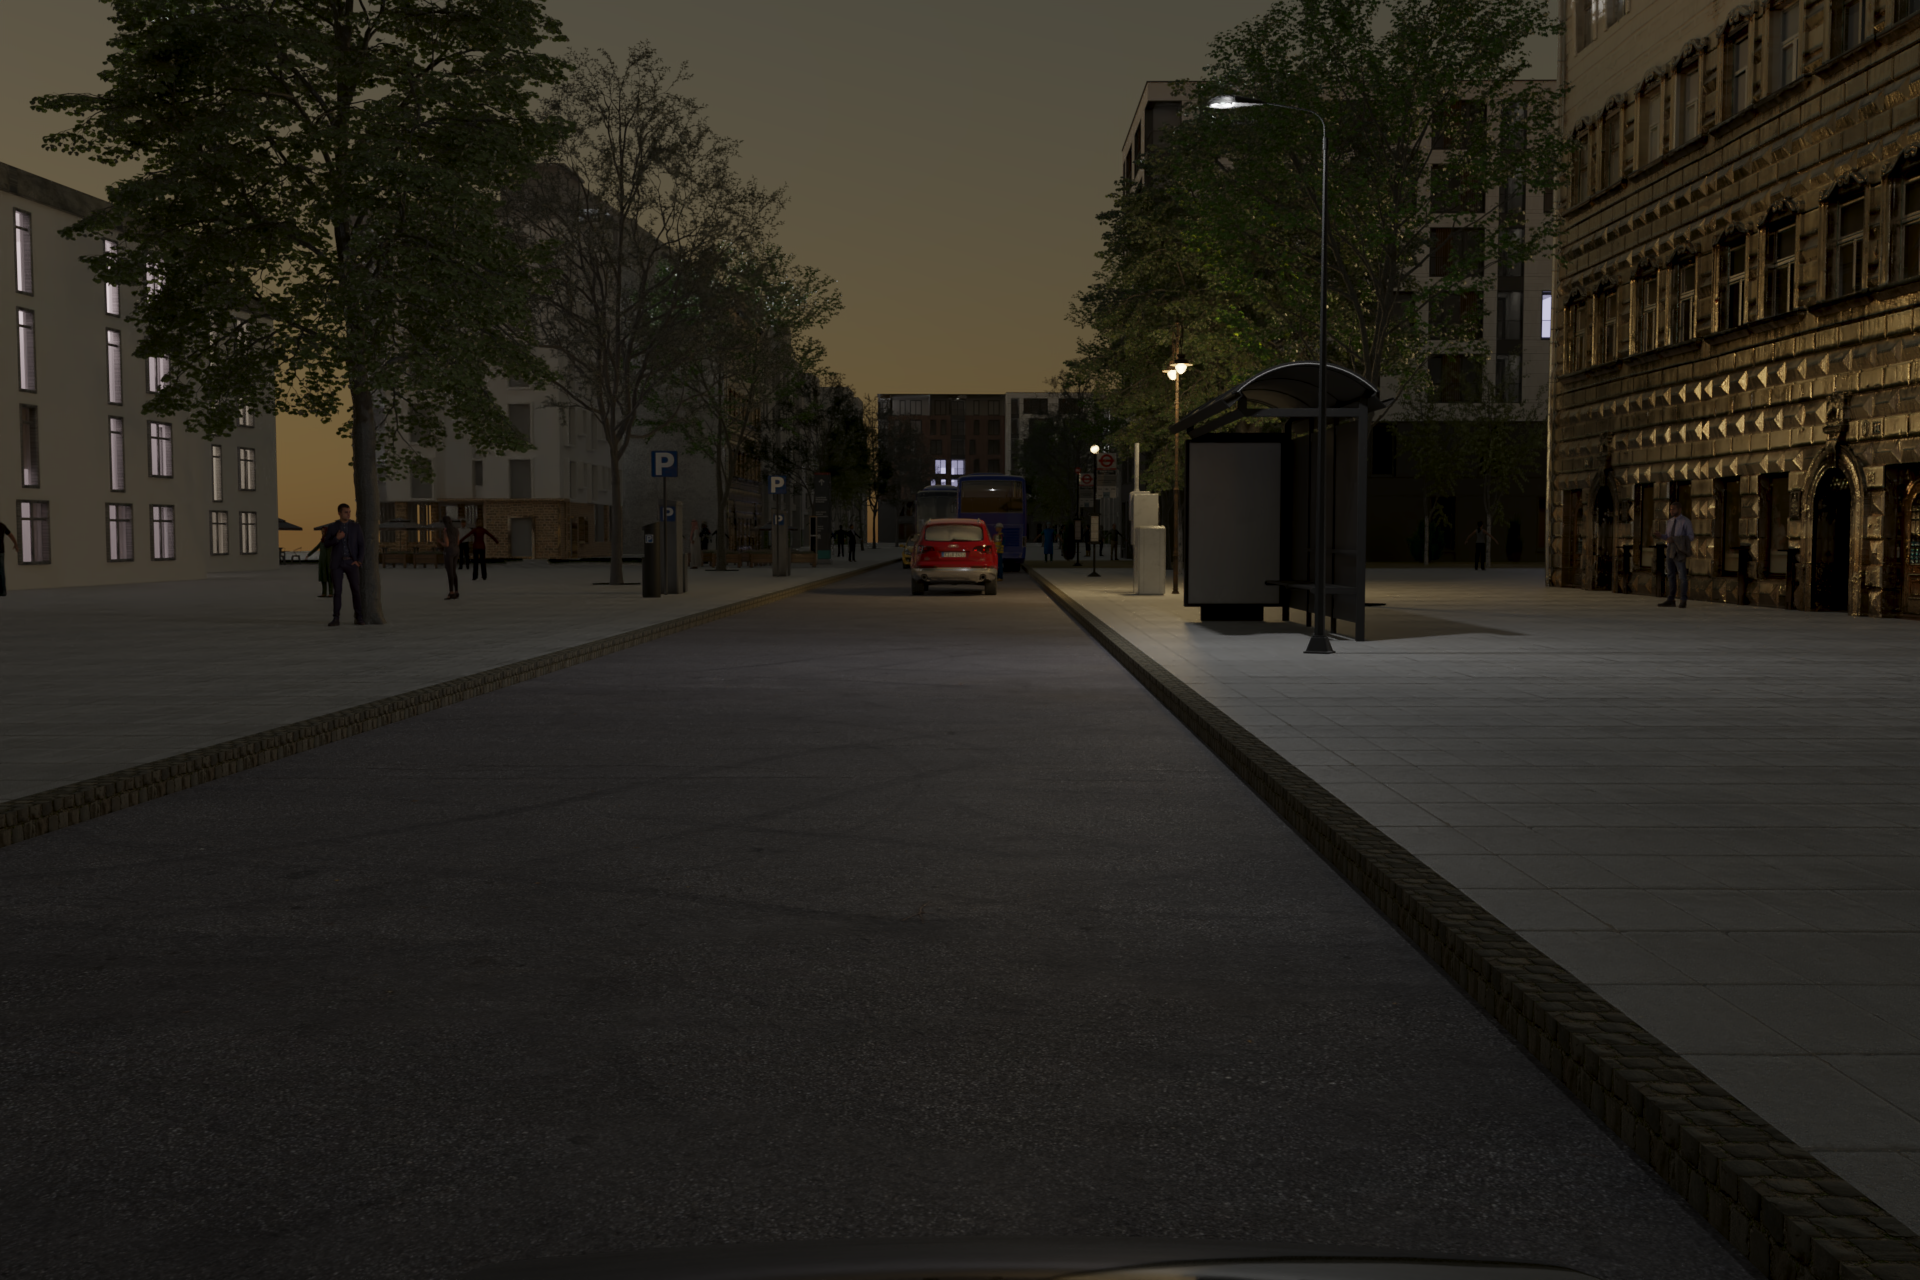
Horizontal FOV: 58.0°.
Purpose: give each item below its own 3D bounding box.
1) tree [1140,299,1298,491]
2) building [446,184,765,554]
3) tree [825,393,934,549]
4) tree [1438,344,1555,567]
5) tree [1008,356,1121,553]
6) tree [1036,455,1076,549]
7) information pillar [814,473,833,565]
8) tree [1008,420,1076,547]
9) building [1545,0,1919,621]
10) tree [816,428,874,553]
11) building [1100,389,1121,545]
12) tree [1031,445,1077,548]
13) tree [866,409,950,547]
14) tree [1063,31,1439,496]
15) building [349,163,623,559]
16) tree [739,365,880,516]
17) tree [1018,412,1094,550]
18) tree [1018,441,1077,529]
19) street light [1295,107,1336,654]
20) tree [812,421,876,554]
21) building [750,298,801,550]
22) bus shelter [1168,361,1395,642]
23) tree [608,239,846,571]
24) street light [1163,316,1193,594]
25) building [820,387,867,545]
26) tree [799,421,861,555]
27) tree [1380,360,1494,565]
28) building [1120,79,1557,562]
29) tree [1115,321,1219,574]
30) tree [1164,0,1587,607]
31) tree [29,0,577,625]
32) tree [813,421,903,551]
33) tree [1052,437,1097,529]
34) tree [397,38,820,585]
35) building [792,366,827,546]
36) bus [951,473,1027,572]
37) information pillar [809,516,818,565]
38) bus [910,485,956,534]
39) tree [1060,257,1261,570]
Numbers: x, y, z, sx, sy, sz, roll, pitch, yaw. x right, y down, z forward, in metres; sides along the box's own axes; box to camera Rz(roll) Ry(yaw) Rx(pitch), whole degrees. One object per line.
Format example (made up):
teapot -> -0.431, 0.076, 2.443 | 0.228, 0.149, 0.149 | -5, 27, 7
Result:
tree -> 11.051, -9.466, 72.901 | 7.486, 12.596, 7.792 | 0, 3, 0
building -> -23.810, -17.526, 117.471 | 19.493, 23.208, 18.063 | 0, 4, 1
tree -> -7.421, -14.623, 149.449 | 12.009, 13.543, 11.850 | 0, 3, 0
tree -> 20.568, -7.095, 66.370 | 4.737, 8.622, 4.395 | 0, 3, 0
tree -> 7.849, -12.721, 118.359 | 12.009, 13.543, 11.850 | 0, 3, 0
tree -> 8.679, -12.419, 153.412 | 4.737, 8.622, 4.395 | 0, 3, 0
information pillar -> -5.799, -5.127, 73.198 | 0.750, 3.857, 0.750 | 0, 4, 1
tree -> 8.282, -15.513, 171.765 | 7.486, 12.596, 7.792 | 0, 3, 0
building -> 23.312, -12.311, 32.214 | 19.493, 23.208, 18.063 | 0, 4, 1
tree -> -7.367, -10.173, 116.691 | 4.360, 8.622, 3.978 | 0, 3, 0
building -> 27.194, -21.549, 218.781 | 16.747, 18.905, 31.486 | 0, 4, 1
tree -> 8.286, -11.409, 136.904 | 4.360, 8.622, 3.978 | 0, 3, 0
tree -> -6.060, -15.803, 168.747 | 12.009, 13.543, 11.850 | 0, 3, 0
tree -> 7.278, -8.422, 44.350 | 9.857, 13.997, 8.962 | 0, 3, 0
building -> -25.072, -14.274, 89.804 | 16.016, 20.090, 11.380 | 0, 3, 0
tree -> -8.103, -9.712, 93.199 | 8.767, 10.594, 7.601 | 1, 4, 11
tree -> 8.597, -13.344, 143.926 | 9.928, 11.665, 9.643 | 0, 3, 0
tree -> 8.389, -13.931, 162.184 | 8.767, 10.594, 7.601 | 2, 4, 33
street light -> 4.413, -2.809, 18.462 | 1.470, 5.913, 1.316 | 0, 4, 1
tree -> -7.440, -9.830, 111.086 | 4.737, 8.622, 4.395 | 0, 3, 0
building -> -23.088, -16.880, 142.441 | 16.747, 18.905, 31.486 | 0, 4, 0
bus shelter -> 4.077, -1.779, 23.018 | 2.014, 3.302, 5.546 | 0, 4, 0
tree -> -8.147, -8.208, 59.953 | 9.928, 11.665, 9.643 | 0, 3, 0
street light -> 4.624, -3.926, 36.981 | 0.468, 5.910, 1.993 | 0, 4, 0
building -> -21.458, -21.850, 223.706 | 16.747, 18.905, 31.486 | 0, 4, 1
tree -> -7.727, -9.451, 104.880 | 4.360, 8.622, 3.978 | 0, 3, 0
tree -> 19.674, -7.435, 71.932 | 4.737, 8.622, 4.395 | 0, 3, 0
building -> 22.570, -15.329, 94.600 | 27.936, 21.610, 32.646 | 0, 4, 1
tree -> 7.129, -6.416, 55.260 | 4.360, 8.622, 3.978 | 0, 3, 0
tree -> 7.200, -6.420, 30.720 | 9.928, 11.665, 9.643 | 0, 3, 0
tree -> -8.683, -6.476, 24.002 | 7.486, 12.596, 7.792 | 0, 3, 0
tree -> -7.810, -12.128, 132.697 | 7.601, 10.594, 8.767 | 1, 4, 9
tree -> 8.270, -10.934, 129.136 | 4.360, 8.622, 3.978 | 0, 3, 0
tree -> -8.632, -8.131, 43.320 | 12.009, 13.543, 11.850 | 0, 3, 0
building -> -24.634, -19.799, 190.175 | 16.747, 18.905, 31.486 | 0, 4, 2
bus -> 1.096, -4.717, 68.677 | 2.896, 3.916, 12.251 | 0, 4, 0
information pillar -> -6.036, -4.096, 71.454 | 0.304, 2.012, 0.304 | 0, 4, 2
bus -> -0.894, -6.038, 90.270 | 2.896, 3.916, 12.251 | 0, 4, 1
tree -> 7.465, -8.345, 62.190 | 9.928, 11.665, 9.643 | 0, 3, 0
